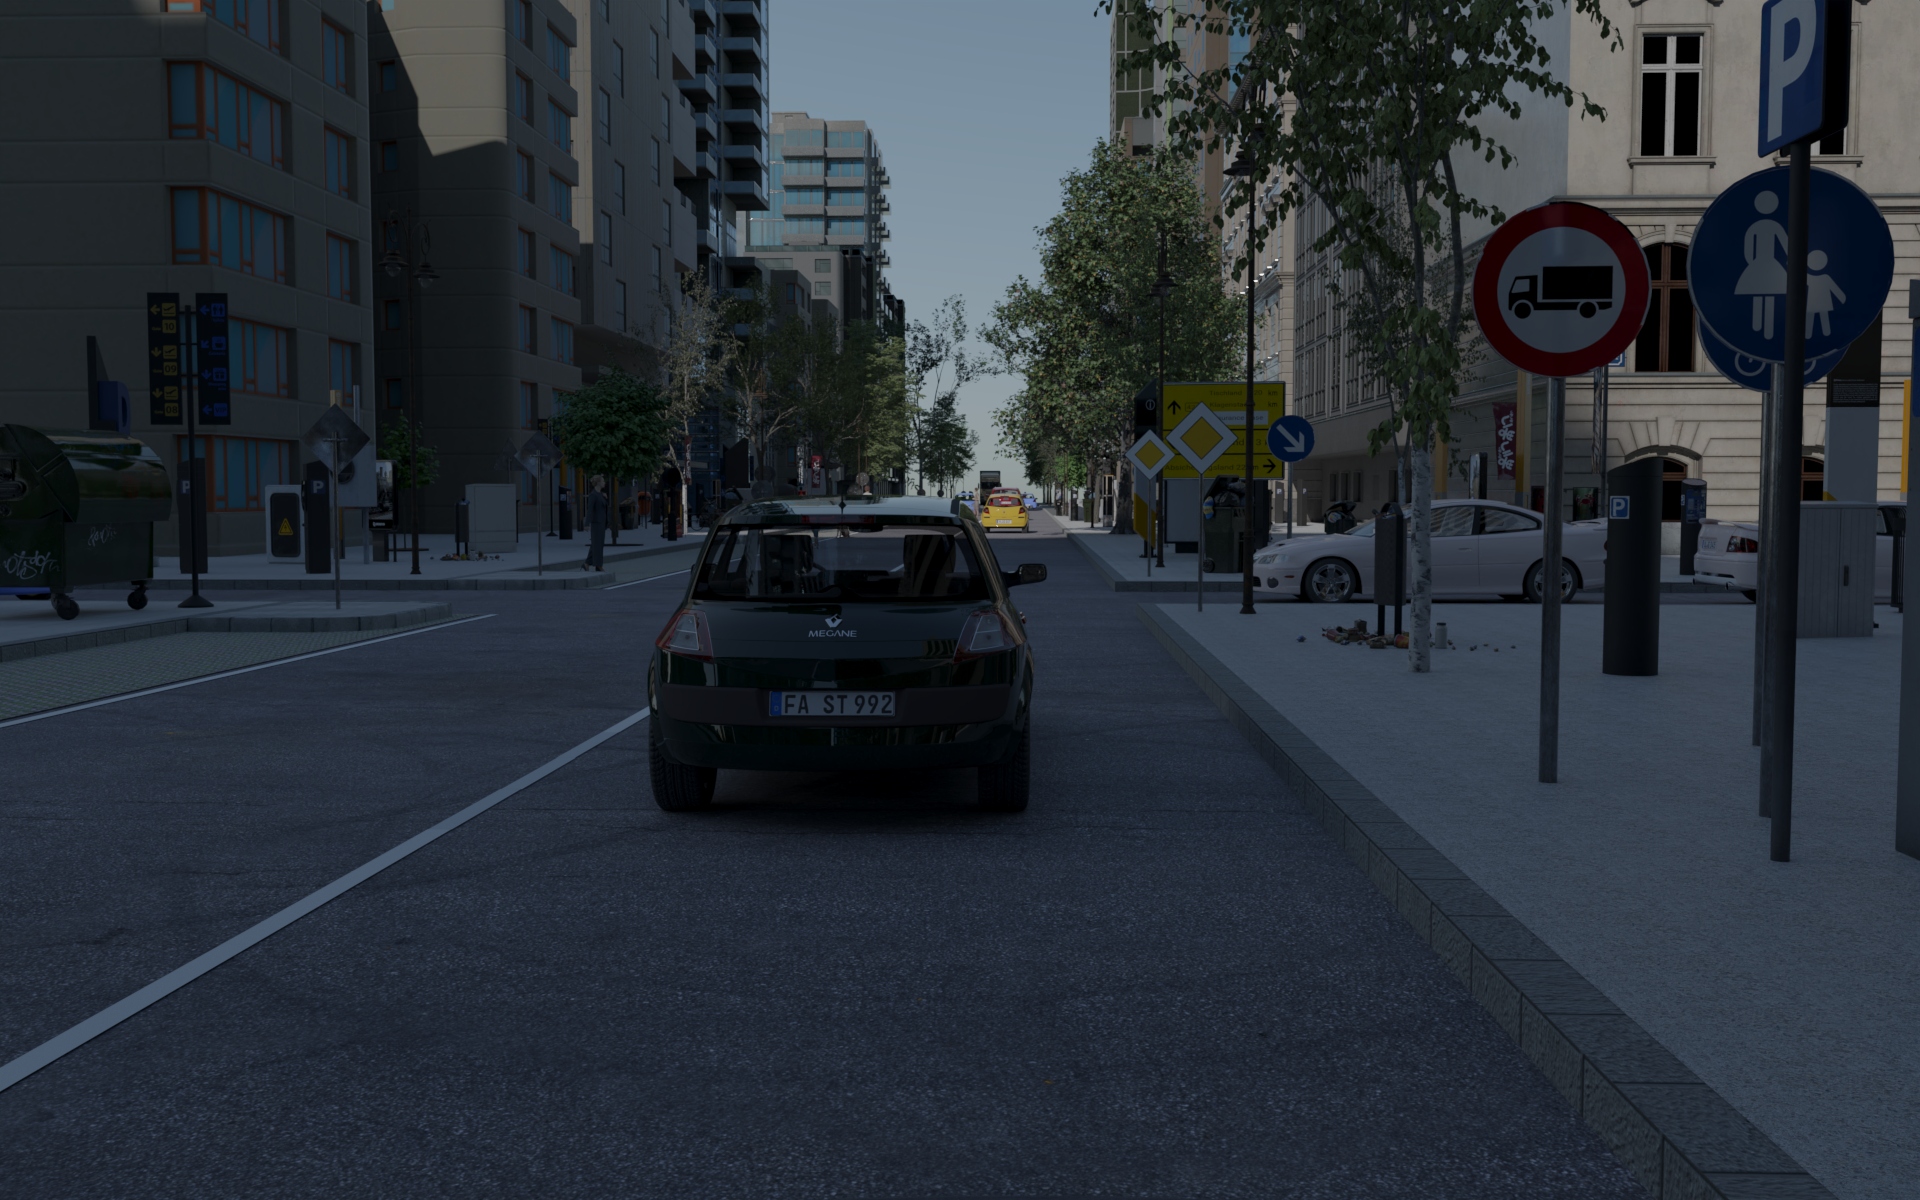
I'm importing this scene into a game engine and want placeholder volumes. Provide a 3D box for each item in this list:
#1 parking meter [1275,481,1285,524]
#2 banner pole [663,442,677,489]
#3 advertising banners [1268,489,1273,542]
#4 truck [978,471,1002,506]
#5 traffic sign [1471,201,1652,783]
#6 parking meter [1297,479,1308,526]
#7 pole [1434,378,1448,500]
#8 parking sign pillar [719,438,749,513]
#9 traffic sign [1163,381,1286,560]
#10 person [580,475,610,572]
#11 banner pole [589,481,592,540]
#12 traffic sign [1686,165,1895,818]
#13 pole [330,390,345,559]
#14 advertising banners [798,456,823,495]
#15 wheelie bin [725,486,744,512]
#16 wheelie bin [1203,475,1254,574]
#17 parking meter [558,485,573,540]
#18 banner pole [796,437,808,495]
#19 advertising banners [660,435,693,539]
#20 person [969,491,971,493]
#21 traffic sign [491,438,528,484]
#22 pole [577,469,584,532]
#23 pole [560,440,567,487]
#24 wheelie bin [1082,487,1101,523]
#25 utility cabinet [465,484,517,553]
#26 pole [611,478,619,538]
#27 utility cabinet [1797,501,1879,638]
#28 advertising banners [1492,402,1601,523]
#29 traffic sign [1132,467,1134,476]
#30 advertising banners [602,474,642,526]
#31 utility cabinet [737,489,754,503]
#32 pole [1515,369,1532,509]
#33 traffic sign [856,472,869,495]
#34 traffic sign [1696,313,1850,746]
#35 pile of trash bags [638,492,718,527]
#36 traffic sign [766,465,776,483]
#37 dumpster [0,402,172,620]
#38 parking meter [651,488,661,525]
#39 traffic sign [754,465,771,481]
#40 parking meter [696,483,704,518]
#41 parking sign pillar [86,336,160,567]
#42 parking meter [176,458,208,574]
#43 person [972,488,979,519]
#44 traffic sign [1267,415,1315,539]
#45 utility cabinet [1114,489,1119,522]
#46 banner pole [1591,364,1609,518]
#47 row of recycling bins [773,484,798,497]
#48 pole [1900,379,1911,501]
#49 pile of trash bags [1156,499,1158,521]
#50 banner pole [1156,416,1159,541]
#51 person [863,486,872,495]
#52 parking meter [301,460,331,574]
[{"bbox_3d":[13.876,-4.247,75.155,0.399,1.863,0.255,1,4,17],"label":"parking meter"},{"bbox_3d":[-13.861,-5.697,83.164,0.863,3.779,0.401,1,4,15],"label":"banner pole"},{"bbox_3d":[8.055,-3.027,45.687,0.090,3.025,2.074,1,4,20],"label":"advertising banners"},{"bbox_3d":[3.646,-13.464,209.056,2.839,4.237,11.283,0,4,2],"label":"truck"},{"bbox_3d":[2.622,-0.461,7.644,0.768,2.556,0.104,0,4,5],"label":"traffic sign"},{"bbox_3d":[13.633,-3.872,69.010,0.399,1.863,0.255,-3,5,-39],"label":"parking meter"},{"bbox_3d":[8.495,-2.247,30.580,0.158,3.312,0.155,0,3,0],"label":"pole"},{"bbox_3d":[-10.197,-5.498,78.358,1.447,3.967,1.447,-3,5,-43],"label":"parking sign pillar"},{"bbox_3d":[4.746,-2.297,31.433,2.265,3.308,0.079,1,4,12],"label":"traffic sign"},{"bbox_3d":[-6.533,-1.350,30.986,0.534,1.772,0.576,-1,4,-13],"label":"person"},{"bbox_3d":[-10.258,-3.575,48.466,0.401,3.779,0.863,-2,4,-28],"label":"banner pole"},{"bbox_3d":[3.224,-0.410,6.815,0.768,2.556,0.104,0,4,7],"label":"traffic sign"},{"bbox_3d":[-12.233,-2.459,34.042,0.158,3.312,0.155,0,3,0],"label":"pole"},{"bbox_3d":[-7.228,-5.030,78.426,2.074,3.025,0.090,-1,4,-15],"label":"advertising banners"},{"bbox_3d":[-8.359,-3.432,64.027,0.693,1.594,0.980,-1,4,-12],"label":"wheelie bin"},{"bbox_3d":[4.368,-1.241,28.195,0.693,1.594,0.980,3,5,41],"label":"wheelie bin"},{"bbox_3d":[-11.116,-2.471,48.813,0.372,1.533,0.369,0,3,0],"label":"parking meter"},{"bbox_3d":[-6.924,-5.290,76.511,0.863,3.779,0.401,3,5,41],"label":"banner pole"},{"bbox_3d":[-8.283,-3.338,50.763,0.090,3.025,2.074,1,4,17],"label":"advertising banners"},{"bbox_3d":[0.947,-9.393,162.797,1.217,1.735,0.721,-1,4,-14],"label":"person"},{"bbox_3d":[-10.352,-2.433,39.791,0.884,2.594,0.081,1,4,8],"label":"traffic sign"},{"bbox_3d":[-12.954,-3.986,59.018,0.158,3.312,0.155,0,3,0],"label":"pole"},{"bbox_3d":[-11.688,-3.501,51.087,0.158,3.312,0.155,0,3,0],"label":"pole"},{"bbox_3d":[5.928,-4.280,77.882,0.693,1.594,0.980,-3,5,-43],"label":"wheelie bin"},{"bbox_3d":[-10.190,-1.770,37.622,0.318,1.500,1.173,2,4,32],"label":"utility cabinet"},{"bbox_3d":[-10.165,-3.491,50.923,0.158,3.312,0.155,0,3,0],"label":"pole"},{"bbox_3d":[7.699,-0.268,15.552,1.020,1.237,0.306,-1,4,-13],"label":"utility cabinet"},{"bbox_3d":[11.018,-2.225,32.566,2.074,3.025,0.090,2,4,32],"label":"advertising banners"},{"bbox_3d":[7.108,-4.131,67.654,0.768,2.556,0.104,1,4,9],"label":"traffic sign"},{"bbox_3d":[-13.936,-4.549,70.565,2.074,3.025,0.090,1,4,12],"label":"advertising banners"},{"bbox_3d":[-8.572,-3.668,68.651,1.173,1.500,0.318,0,4,-6],"label":"utility cabinet"},{"bbox_3d":[8.612,-1.997,26.493,0.158,3.312,0.155,0,3,0],"label":"pole"},{"bbox_3d":[-5.755,-6.239,102.118,0.768,2.556,0.104,0,4,7],"label":"traffic sign"},{"bbox_3d":[4.089,-0.530,8.766,0.768,2.556,0.104,0,4,6],"label":"traffic sign"},{"bbox_3d":[-10.928,-3.520,67.312,3.447,1.369,1.912,0,4,7],"label":"pile of trash bags"},{"bbox_3d":[-8.541,-4.698,76.916,0.768,2.556,0.104,0,4,6],"label":"traffic sign"},{"bbox_3d":[-9.535,-0.968,18.326,1.502,2.255,1.985,0,4,2],"label":"dumpster"},{"bbox_3d":[-12.801,-3.948,72.953,0.372,1.533,0.369,0,3,0],"label":"parking meter"},{"bbox_3d":[-8.728,-4.675,76.548,0.768,2.556,0.104,1,4,9],"label":"traffic sign"},{"bbox_3d":[-13.854,-5.296,92.293,0.399,1.863,0.255,-3,5,-45],"label":"parking meter"},{"bbox_3d":[-14.818,-2.553,30.219,1.447,3.967,1.447,-1,4,-15],"label":"parking sign pillar"},{"bbox_3d":[-12.376,-1.357,27.906,0.399,1.863,0.255,1,4,13],"label":"parking meter"},{"bbox_3d":[0.829,-5.121,92.563,0.374,1.781,0.599,-1,4,-12],"label":"person"},{"bbox_3d":[5.330,-1.704,27.969,0.768,2.556,0.104,0,4,5],"label":"traffic sign"},{"bbox_3d":[7.451,-4.321,79.320,0.318,1.500,1.173,2,4,31],"label":"utility cabinet"},{"bbox_3d":[10.013,-2.269,27.108,0.401,3.779,0.863,3,4,37],"label":"banner pole"},{"bbox_3d":[-7.233,-3.939,71.516,1.069,1.692,3.534,0,4,-2],"label":"row of recycling bins"},{"bbox_3d":[16.898,-2.265,30.877,0.158,3.312,0.155,0,3,0],"label":"pole"},{"bbox_3d":[9.210,-4.560,84.302,3.447,1.369,1.912,0,4,7],"label":"pile of trash bags"},{"bbox_3d":[5.422,-3.518,47.536,0.401,3.779,0.863,-2,4,-26],"label":"banner pole"},{"bbox_3d":[-3.595,-3.635,68.502,0.480,1.755,0.524,1,4,16],"label":"person"},{"bbox_3d":[-10.385,-1.359,27.925,0.399,1.863,0.255,-2,4,-34],"label":"parking meter"}]
